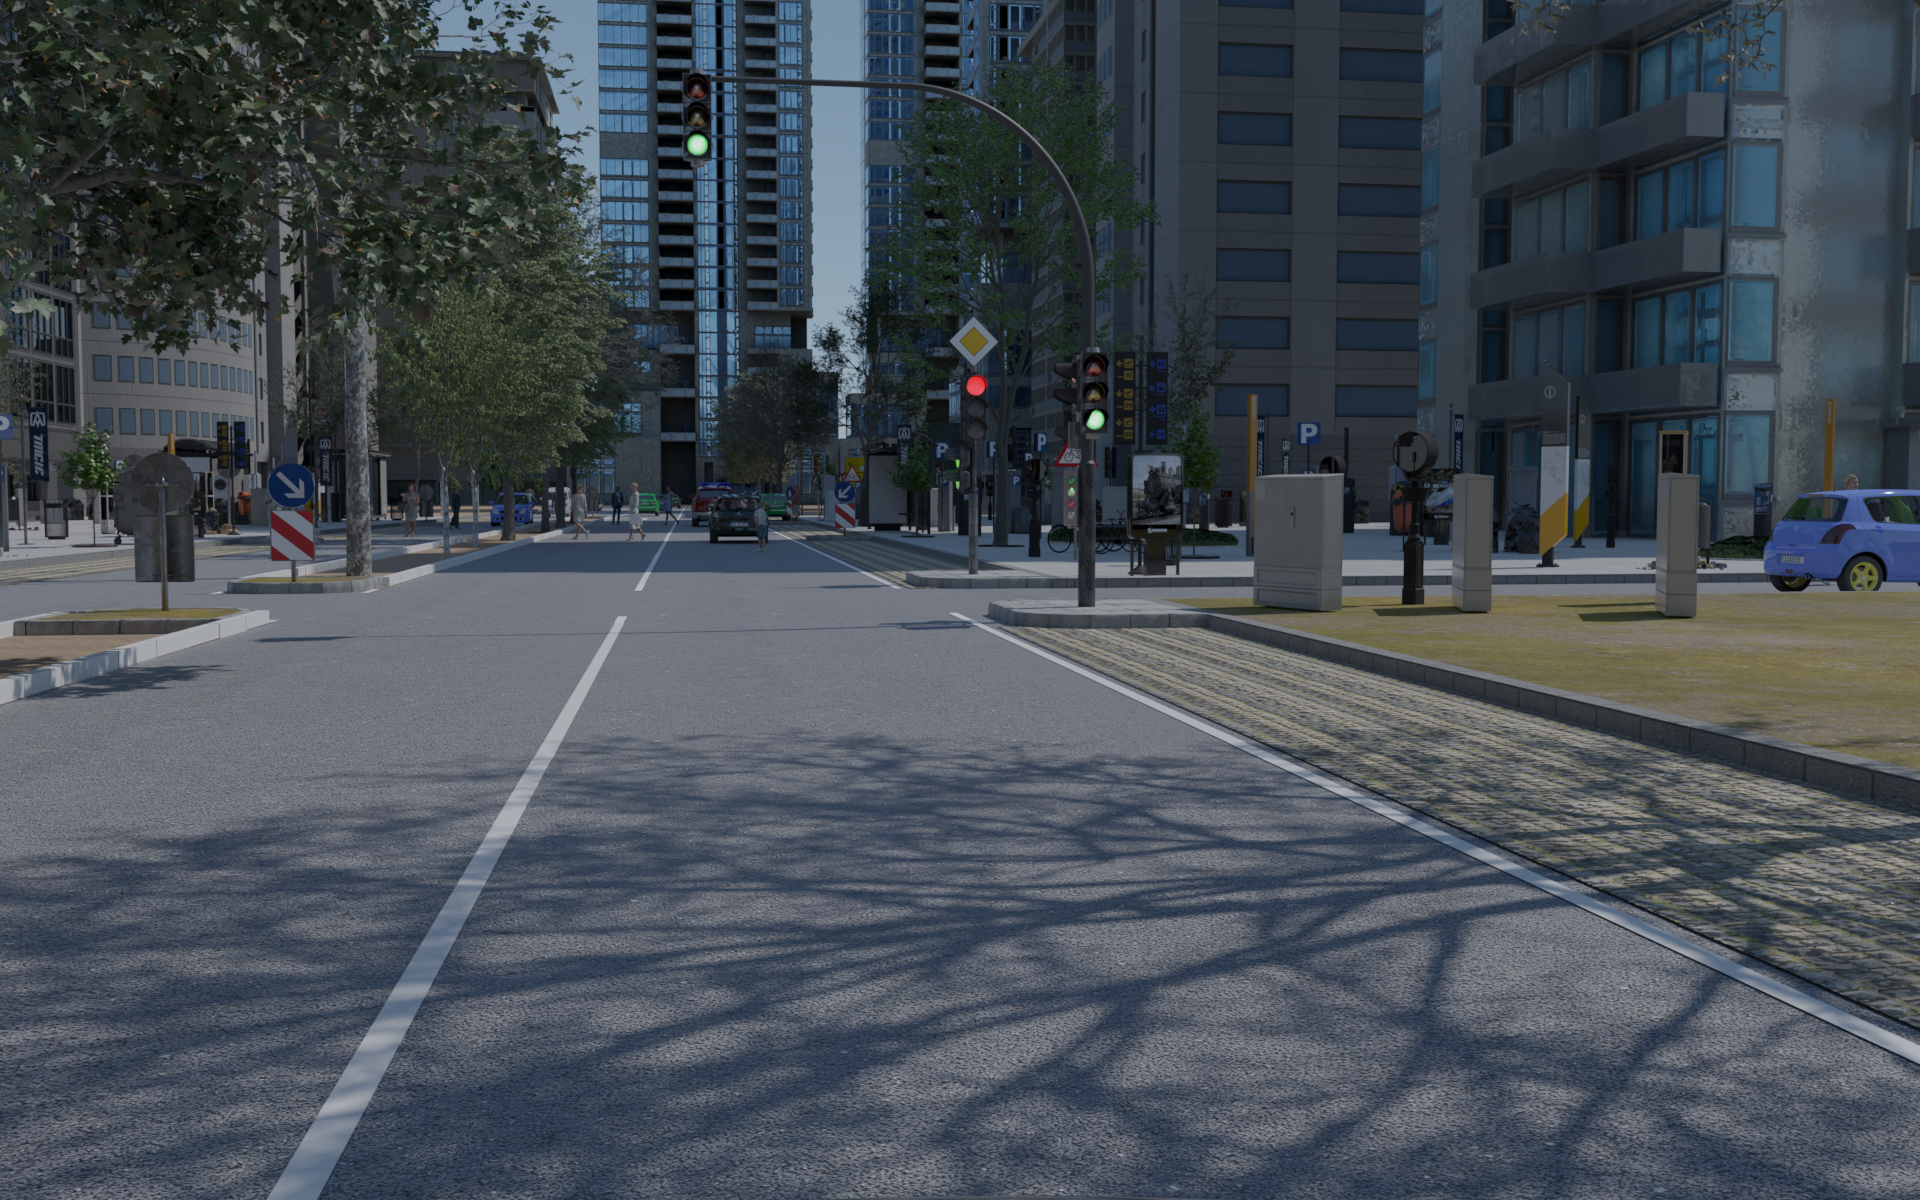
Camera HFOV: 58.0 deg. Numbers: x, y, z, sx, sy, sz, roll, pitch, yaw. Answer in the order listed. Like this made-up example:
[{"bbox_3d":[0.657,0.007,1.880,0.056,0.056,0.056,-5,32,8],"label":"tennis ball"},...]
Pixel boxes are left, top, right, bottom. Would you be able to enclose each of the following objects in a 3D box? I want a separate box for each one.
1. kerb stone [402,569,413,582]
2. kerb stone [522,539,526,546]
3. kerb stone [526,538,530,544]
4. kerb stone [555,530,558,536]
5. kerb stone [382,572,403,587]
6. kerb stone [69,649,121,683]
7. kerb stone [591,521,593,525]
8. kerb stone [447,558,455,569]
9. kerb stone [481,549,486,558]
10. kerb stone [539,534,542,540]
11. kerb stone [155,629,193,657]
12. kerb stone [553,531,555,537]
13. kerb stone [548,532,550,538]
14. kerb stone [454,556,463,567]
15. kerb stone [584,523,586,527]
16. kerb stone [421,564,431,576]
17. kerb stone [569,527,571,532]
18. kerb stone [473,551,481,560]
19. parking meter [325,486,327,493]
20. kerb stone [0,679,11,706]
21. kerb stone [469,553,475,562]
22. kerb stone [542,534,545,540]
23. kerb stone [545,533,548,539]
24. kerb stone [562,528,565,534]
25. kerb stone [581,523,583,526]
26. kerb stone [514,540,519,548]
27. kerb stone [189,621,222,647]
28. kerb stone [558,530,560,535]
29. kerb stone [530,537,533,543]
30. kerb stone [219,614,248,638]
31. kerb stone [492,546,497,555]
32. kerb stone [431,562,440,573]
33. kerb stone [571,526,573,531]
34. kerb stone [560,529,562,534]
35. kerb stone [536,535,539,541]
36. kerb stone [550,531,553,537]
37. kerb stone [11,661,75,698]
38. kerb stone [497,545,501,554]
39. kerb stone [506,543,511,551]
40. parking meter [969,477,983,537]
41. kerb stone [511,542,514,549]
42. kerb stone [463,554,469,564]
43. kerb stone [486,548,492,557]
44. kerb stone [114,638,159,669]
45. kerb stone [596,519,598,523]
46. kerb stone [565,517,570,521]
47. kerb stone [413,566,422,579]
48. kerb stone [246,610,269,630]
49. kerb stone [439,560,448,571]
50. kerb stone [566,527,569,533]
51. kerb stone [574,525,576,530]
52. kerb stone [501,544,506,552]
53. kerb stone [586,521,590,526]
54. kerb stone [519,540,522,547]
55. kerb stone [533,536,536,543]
[{"bbox_3d":[-9.121,-0.373,28.298,0.120,0.150,1.000,-1,4,-9],"label":"kerb stone"},{"bbox_3d":[-12.097,-1.551,47.548,0.120,0.150,1.000,-1,4,-9],"label":"kerb stone"},{"bbox_3d":[-12.252,-1.612,48.568,0.120,0.150,1.000,-1,4,-9],"label":"kerb stone"},{"bbox_3d":[-13.823,-2.231,58.707,0.120,0.150,1.000,-1,4,-9],"label":"kerb stone"},{"bbox_3d":[-8.966,-0.311,27.288,0.120,0.150,1.000,-1,4,-9],"label":"kerb stone"},{"bbox_3d":[-6.848,0.525,13.616,0.120,0.150,1.000,-1,4,-9],"label":"kerb stone"},{"bbox_3d":[-16.961,-3.472,79.004,0.120,0.150,1.000,-1,4,-9],"label":"kerb stone"},{"bbox_3d":[-9.907,-0.684,33.384,0.120,0.150,1.000,-1,4,-9],"label":"kerb stone"},{"bbox_3d":[-10.691,-0.993,38.439,0.120,0.150,1.000,-1,4,-9],"label":"kerb stone"},{"bbox_3d":[-12.882,-1.856,52.612,0.120,0.150,1.000,-1,4,-9],"label":"kerb stone"},{"bbox_3d":[-7.160,0.401,15.640,0.120,0.150,1.000,-1,4,-9],"label":"kerb stone"},{"bbox_3d":[-13.668,-2.171,57.693,0.120,0.150,1.000,-1,4,-9],"label":"kerb stone"},{"bbox_3d":[-13.353,-2.047,55.657,0.120,0.150,1.000,-1,4,-9],"label":"kerb stone"},{"bbox_3d":[-10.058,-0.746,34.398,0.120,0.150,1.000,-1,4,-9],"label":"kerb stone"},{"bbox_3d":[-16.175,-3.164,73.935,0.120,0.150,1.000,-1,4,-9],"label":"kerb stone"},{"bbox_3d":[-9.440,-0.498,30.334,0.120,0.150,1.000,-1,4,-9],"label":"kerb stone"},{"bbox_3d":[-14.763,-2.606,64.796,0.120,0.150,1.000,-1,4,-9],"label":"kerb stone"},{"bbox_3d":[-10.536,-0.932,37.428,0.120,0.150,1.000,-1,4,-9],"label":"kerb stone"},{"bbox_3d":[-32.264,-5.067,88.558,0.399,1.863,0.255,-1,4,-21],"label":"parking meter"},{"bbox_3d":[-6.540,0.653,11.596,0.120,0.150,1.000,-1,4,-9],"label":"kerb stone"},{"bbox_3d":[-10.378,-0.861,36.419,0.120,0.150,1.000,-1,4,-9],"label":"kerb stone"},{"bbox_3d":[-13.038,-1.921,53.629,0.120,0.150,1.000,-1,4,-9],"label":"kerb stone"},{"bbox_3d":[-13.193,-1.983,54.639,0.120,0.150,1.000,-1,4,-9],"label":"kerb stone"},{"bbox_3d":[-14.288,-2.413,61.751,0.120,0.150,1.000,-1,4,-9],"label":"kerb stone"},{"bbox_3d":[-15.861,-3.041,71.912,0.120,0.150,1.000,-1,4,-9],"label":"kerb stone"},{"bbox_3d":[-11.783,-1.427,45.524,0.120,0.150,1.000,-1,4,-9],"label":"kerb stone"},{"bbox_3d":[-7.323,0.342,16.650,0.120,0.150,1.000,-1,4,-9],"label":"kerb stone"},{"bbox_3d":[-13.983,-2.293,59.719,0.120,0.150,1.000,-1,4,-9],"label":"kerb stone"},{"bbox_3d":[-12.413,-1.675,49.577,0.120,0.150,1.000,-1,4,-9],"label":"kerb stone"},{"bbox_3d":[-7.474,0.277,17.660,0.120,0.150,1.000,-1,4,-9],"label":"kerb stone"},{"bbox_3d":[-11.002,-1.117,40.460,0.120,0.150,1.000,-1,4,-9],"label":"kerb stone"},{"bbox_3d":[-9.600,-0.560,31.356,0.120,0.150,1.000,-1,4,-9],"label":"kerb stone"},{"bbox_3d":[-14.915,-2.668,65.811,0.120,0.150,1.000,-1,4,-9],"label":"kerb stone"},{"bbox_3d":[-14.137,-2.357,60.740,0.120,0.150,1.000,-1,4,-9],"label":"kerb stone"},{"bbox_3d":[-12.718,-1.798,51.599,0.120,0.150,1.000,-1,4,-9],"label":"kerb stone"},{"bbox_3d":[-13.518,-2.106,56.677,0.120,0.150,1.000,-1,4,-9],"label":"kerb stone"},{"bbox_3d":[-6.700,0.587,12.605,0.120,0.150,1.000,-1,4,-9],"label":"kerb stone"},{"bbox_3d":[-11.160,-1.179,41.476,0.120,0.150,1.000,-1,4,-9],"label":"kerb stone"},{"bbox_3d":[-11.467,-1.302,43.504,0.120,0.150,1.000,-1,4,-9],"label":"kerb stone"},{"bbox_3d":[0.486,-2.853,52.363,0.399,1.863,0.255,0,4,4],"label":"parking meter"},{"bbox_3d":[-11.632,-1.363,44.513,0.120,0.150,1.000,-1,4,-9],"label":"kerb stone"},{"bbox_3d":[-10.221,-0.808,35.408,0.120,0.150,1.000,-1,4,-9],"label":"kerb stone"},{"bbox_3d":[-10.846,-1.055,39.449,0.120,0.150,1.000,-1,4,-9],"label":"kerb stone"},{"bbox_3d":[-7.004,0.463,14.630,0.120,0.150,1.000,-1,4,-9],"label":"kerb stone"},{"bbox_3d":[-17.581,-3.723,83.065,0.120,0.150,1.000,-1,4,-9],"label":"kerb stone"},{"bbox_3d":[-21.843,-4.569,96.897,0.120,0.150,1.000,-1,4,-9],"label":"kerb stone"},{"bbox_3d":[-9.285,-0.434,29.313,0.120,0.150,1.000,-1,4,-9],"label":"kerb stone"},{"bbox_3d":[-7.631,0.219,18.671,0.120,0.150,1.000,-1,4,-9],"label":"kerb stone"},{"bbox_3d":[-9.756,-0.622,32.370,0.120,0.150,1.000,-1,4,-9],"label":"kerb stone"},{"bbox_3d":[-14.602,-2.544,63.786,0.120,0.150,1.000,-1,4,-9],"label":"kerb stone"},{"bbox_3d":[-15.234,-2.791,67.845,0.120,0.150,1.000,-1,4,-9],"label":"kerb stone"},{"bbox_3d":[-11.318,-1.241,42.493,0.120,0.150,1.000,-1,4,-9],"label":"kerb stone"},{"bbox_3d":[-16.648,-3.350,76.970,0.120,0.150,1.000,-1,4,-9],"label":"kerb stone"},{"bbox_3d":[-11.942,-1.489,46.536,0.120,0.150,1.000,-1,4,-9],"label":"kerb stone"},{"bbox_3d":[-12.575,-1.736,50.587,0.120,0.150,1.000,-1,4,-9],"label":"kerb stone"}]
